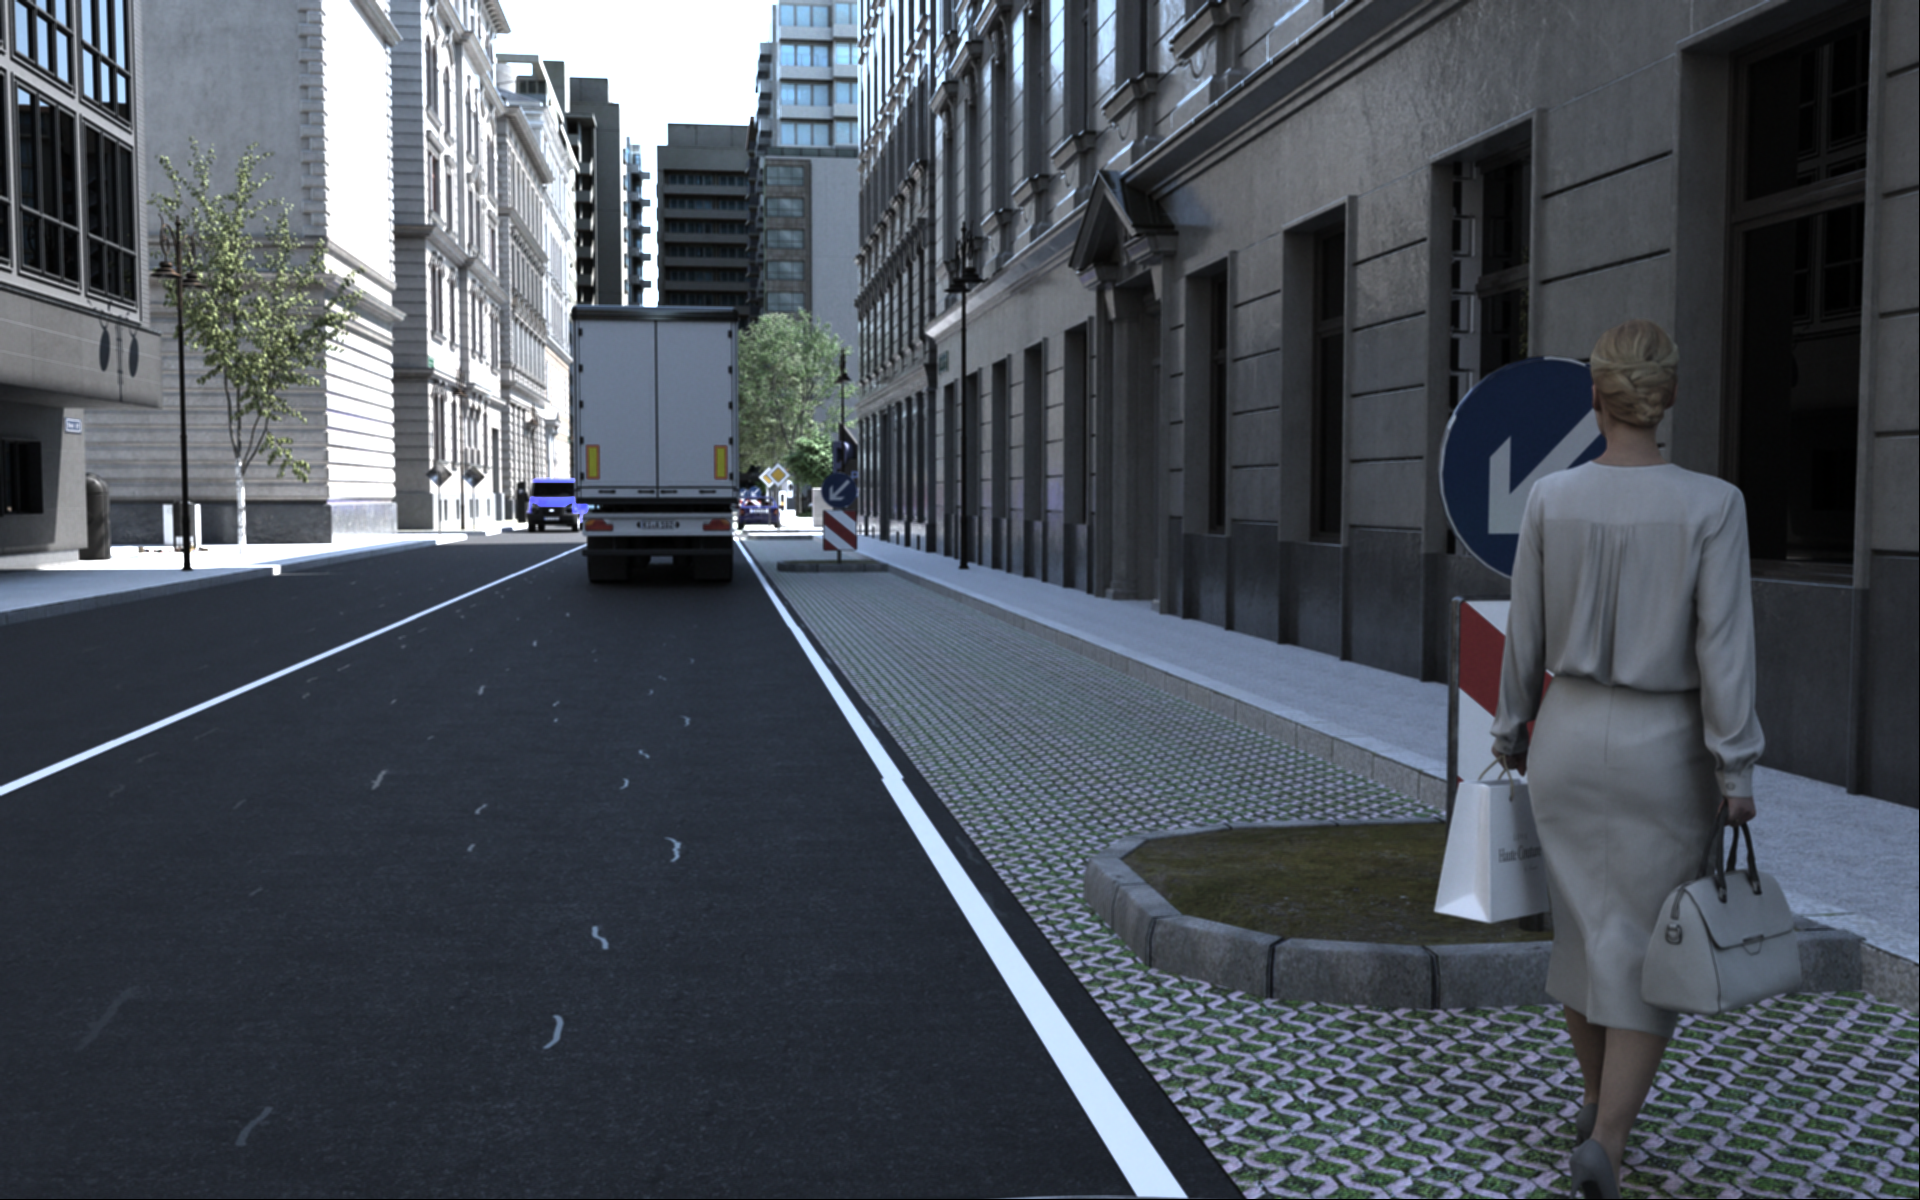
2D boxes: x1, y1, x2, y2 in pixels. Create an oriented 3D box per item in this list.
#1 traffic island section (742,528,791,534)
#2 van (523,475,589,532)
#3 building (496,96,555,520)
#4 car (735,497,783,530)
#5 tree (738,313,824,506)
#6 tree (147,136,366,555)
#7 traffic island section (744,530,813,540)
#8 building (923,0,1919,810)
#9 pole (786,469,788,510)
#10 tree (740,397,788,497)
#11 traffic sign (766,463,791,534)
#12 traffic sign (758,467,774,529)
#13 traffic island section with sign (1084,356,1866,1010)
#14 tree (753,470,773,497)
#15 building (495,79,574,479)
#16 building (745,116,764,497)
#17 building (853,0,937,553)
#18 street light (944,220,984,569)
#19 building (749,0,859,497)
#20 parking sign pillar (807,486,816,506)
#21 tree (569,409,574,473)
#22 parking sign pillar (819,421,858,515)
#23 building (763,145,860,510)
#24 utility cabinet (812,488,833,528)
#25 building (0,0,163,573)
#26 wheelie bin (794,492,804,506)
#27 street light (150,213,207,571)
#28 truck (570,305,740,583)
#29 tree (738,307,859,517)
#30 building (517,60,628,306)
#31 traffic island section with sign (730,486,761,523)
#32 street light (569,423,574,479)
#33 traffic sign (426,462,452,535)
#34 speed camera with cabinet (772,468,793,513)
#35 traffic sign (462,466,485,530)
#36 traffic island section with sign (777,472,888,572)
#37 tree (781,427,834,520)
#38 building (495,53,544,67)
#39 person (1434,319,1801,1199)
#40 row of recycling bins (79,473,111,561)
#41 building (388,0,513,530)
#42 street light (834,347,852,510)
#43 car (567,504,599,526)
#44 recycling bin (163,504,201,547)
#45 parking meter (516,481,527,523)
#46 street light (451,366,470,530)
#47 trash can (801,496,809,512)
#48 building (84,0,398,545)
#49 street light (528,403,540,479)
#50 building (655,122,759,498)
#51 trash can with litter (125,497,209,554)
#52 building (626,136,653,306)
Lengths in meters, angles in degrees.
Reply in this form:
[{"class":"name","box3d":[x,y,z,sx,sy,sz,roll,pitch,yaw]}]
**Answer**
[{"class":"traffic island section","box3d":[-6.916,-2.496,63.092,2.009,0.180,2.903,-1,4,-8]},{"class":"van","box3d":[-15.499,-3.815,66.752,2.240,2.365,5.245,0,4,-8]},{"class":"building","box3d":[-28.254,-16.191,93.600,11.050,23.489,19.941,-1,4,-8]},{"class":"car","box3d":[-8.103,-3.505,69.879,1.945,1.354,3.894,0,4,-7]},{"class":"tree","box3d":[-11.982,-11.654,108.668,7.486,12.596,7.792,0,3,0]},{"class":"tree","box3d":[-14.947,-5.255,36.274,4.737,8.622,4.395,0,3,0]},{"class":"traffic island section","box3d":[-5.759,-2.013,55.191,2.009,0.180,2.903,-1,4,-8]},{"class":"building","box3d":[10.383,-14.669,16.250,17.030,29.872,44.131,-1,4,-8]},{"class":"pole","box3d":[-13.837,-8.847,138.487,0.158,3.312,0.155,0,3,0]},{"class":"tree","box3d":[-14.140,-10.802,126.982,4.737,8.622,4.395,0,3,0]},{"class":"traffic sign","box3d":[-5.781,-3.148,55.111,0.795,2.450,0.064,-1,4,-8]},{"class":"traffic sign","box3d":[-6.938,-3.631,63.012,0.795,2.450,0.064,-1,4,-8]},{"class":"traffic island section with sign","box3d":[1.481,0.176,5.755,1.989,1.847,2.006,-1,4,-8]},{"class":"tree","box3d":[-15.825,-8.833,139.027,1.663,3.219,1.824,0,3,0]},{"class":"building","box3d":[-32.608,-20.006,113.009,13.634,28.700,20.117,-1,4,-8]},{"class":"building","box3d":[-13.389,-33.347,199.851,22.147,44.769,28.867,-1,4,-8]},{"class":"building","box3d":[2.599,-12.092,46.857,9.793,20.994,18.267,-1,4,-8]},{"class":"street light","box3d":[0.065,-3.471,29.544,0.468,5.910,1.993,-1,4,-8]},{"class":"building","box3d":[-8.716,-33.693,170.482,23.786,49.044,30.456,-1,4,-8]},{"class":"parking sign pillar","box3d":[-11.248,-8.963,135.024,1.447,3.967,1.447,1,4,21]},{"class":"tree","box3d":[-28.944,-11.171,133.009,4.360,8.622,3.978,0,3,0]},{"class":"parking sign pillar","box3d":[-4.174,-4.589,63.508,1.447,3.967,1.447,-2,4,-33]},{"class":"building","box3d":[-9.703,-23.003,147.797,14.160,30.474,14.107,-1,4,-8]},{"class":"utility cabinet","box3d":[-4.947,-3.452,65.115,1.173,1.500,0.318,-1,4,-15]},{"class":"building","box3d":[-19.559,-13.738,18.130,14.314,27.812,24.014,-1,4,-8]},{"class":"wheelie bin","box3d":[-11.588,-7.142,124.679,0.693,1.594,0.980,-1,4,-12]},{"class":"street light","box3d":[-12.959,-3.430,28.865,0.468,5.910,1.993,-1,4,-8]},{"class":"truck","box3d":[-5.380,-2.600,31.417,2.839,4.237,11.283,-1,4,-9]},{"class":"tree","box3d":[-9.255,-10.493,97.313,9.928,11.665,9.643,0,3,0]},{"class":"building","box3d":[-49.111,-35.119,197.901,21.600,48.544,21.300,-1,4,-8]},{"class":"traffic island section with sign","box3d":[-10.476,-4.820,87.433,1.989,1.847,2.006,-1,4,-8]},{"class":"street light","box3d":[-25.164,-8.537,112.368,0.468,5.910,1.993,-1,4,-8]},{"class":"traffic sign","box3d":[-16.119,-3.057,53.623,0.795,2.450,0.064,-1,4,-8]},{"class":"speed camera with cabinet","box3d":[-11.912,-7.449,116.134,0.660,3.252,2.038,1,4,20]},{"class":"traffic sign","box3d":[-17.276,-3.540,61.525,0.795,2.450,0.064,-1,4,-8]},{"class":"traffic island section with sign","box3d":[-2.420,-1.456,32.428,1.989,1.847,2.006,-1,4,-8]},{"class":"tree","box3d":[-7.040,-6.181,84.769,4.285,4.588,4.351,0,3,0]},{"class":"building","box3d":[-46.777,-27.776,146.014,32.217,40.220,23.993,-1,4,-8]},{"class":"person","box3d":[1.293,0.328,3.495,0.624,1.780,0.694,-3,4,-39]},{"class":"row of recycling bins","box3d":[-18.284,-1.633,33.811,3.534,1.692,1.069,1,4,9]},{"class":"building","box3d":[-26.634,-17.365,71.310,14.401,28.519,23.554,-1,4,-8]},{"class":"street light","box3d":[-3.692,-5.003,54.583,0.468,5.910,1.993,-1,4,-8]},{"class":"car","box3d":[-16.770,-4.186,78.224,2.009,1.686,4.222,0,4,-7]},{"class":"recycling bin","box3d":[-19.067,-1.829,42.457,0.722,1.027,0.722,-1,4,-13]},{"class":"parking meter","box3d":[-19.569,-4.378,77.285,0.399,1.863,0.255,0,4,-2]},{"class":"street light","box3d":[-17.949,-5.479,62.361,0.468,5.910,1.993,-1,4,-8]},{"class":"trash can","box3d":[-10.042,-6.095,111.299,0.748,1.137,0.748,0,3,0]},{"class":"building","box3d":[-25.945,-13.347,47.101,19.941,23.489,11.050,-1,4,-8]},{"class":"street light","box3d":[-21.558,-7.029,87.713,0.468,5.910,1.993,-1,4,-8]},{"class":"building","box3d":[-29.230,-37.101,230.305,21.600,48.544,21.300,-1,4,-8]},{"class":"trash can with litter","box3d":[-17.446,-1.650,38.027,1.678,1.210,2.233,2,4,31]},{"class":"building","box3d":[-55.743,-37.184,227.558,30.456,49.044,23.786,-1,4,-8]}]
